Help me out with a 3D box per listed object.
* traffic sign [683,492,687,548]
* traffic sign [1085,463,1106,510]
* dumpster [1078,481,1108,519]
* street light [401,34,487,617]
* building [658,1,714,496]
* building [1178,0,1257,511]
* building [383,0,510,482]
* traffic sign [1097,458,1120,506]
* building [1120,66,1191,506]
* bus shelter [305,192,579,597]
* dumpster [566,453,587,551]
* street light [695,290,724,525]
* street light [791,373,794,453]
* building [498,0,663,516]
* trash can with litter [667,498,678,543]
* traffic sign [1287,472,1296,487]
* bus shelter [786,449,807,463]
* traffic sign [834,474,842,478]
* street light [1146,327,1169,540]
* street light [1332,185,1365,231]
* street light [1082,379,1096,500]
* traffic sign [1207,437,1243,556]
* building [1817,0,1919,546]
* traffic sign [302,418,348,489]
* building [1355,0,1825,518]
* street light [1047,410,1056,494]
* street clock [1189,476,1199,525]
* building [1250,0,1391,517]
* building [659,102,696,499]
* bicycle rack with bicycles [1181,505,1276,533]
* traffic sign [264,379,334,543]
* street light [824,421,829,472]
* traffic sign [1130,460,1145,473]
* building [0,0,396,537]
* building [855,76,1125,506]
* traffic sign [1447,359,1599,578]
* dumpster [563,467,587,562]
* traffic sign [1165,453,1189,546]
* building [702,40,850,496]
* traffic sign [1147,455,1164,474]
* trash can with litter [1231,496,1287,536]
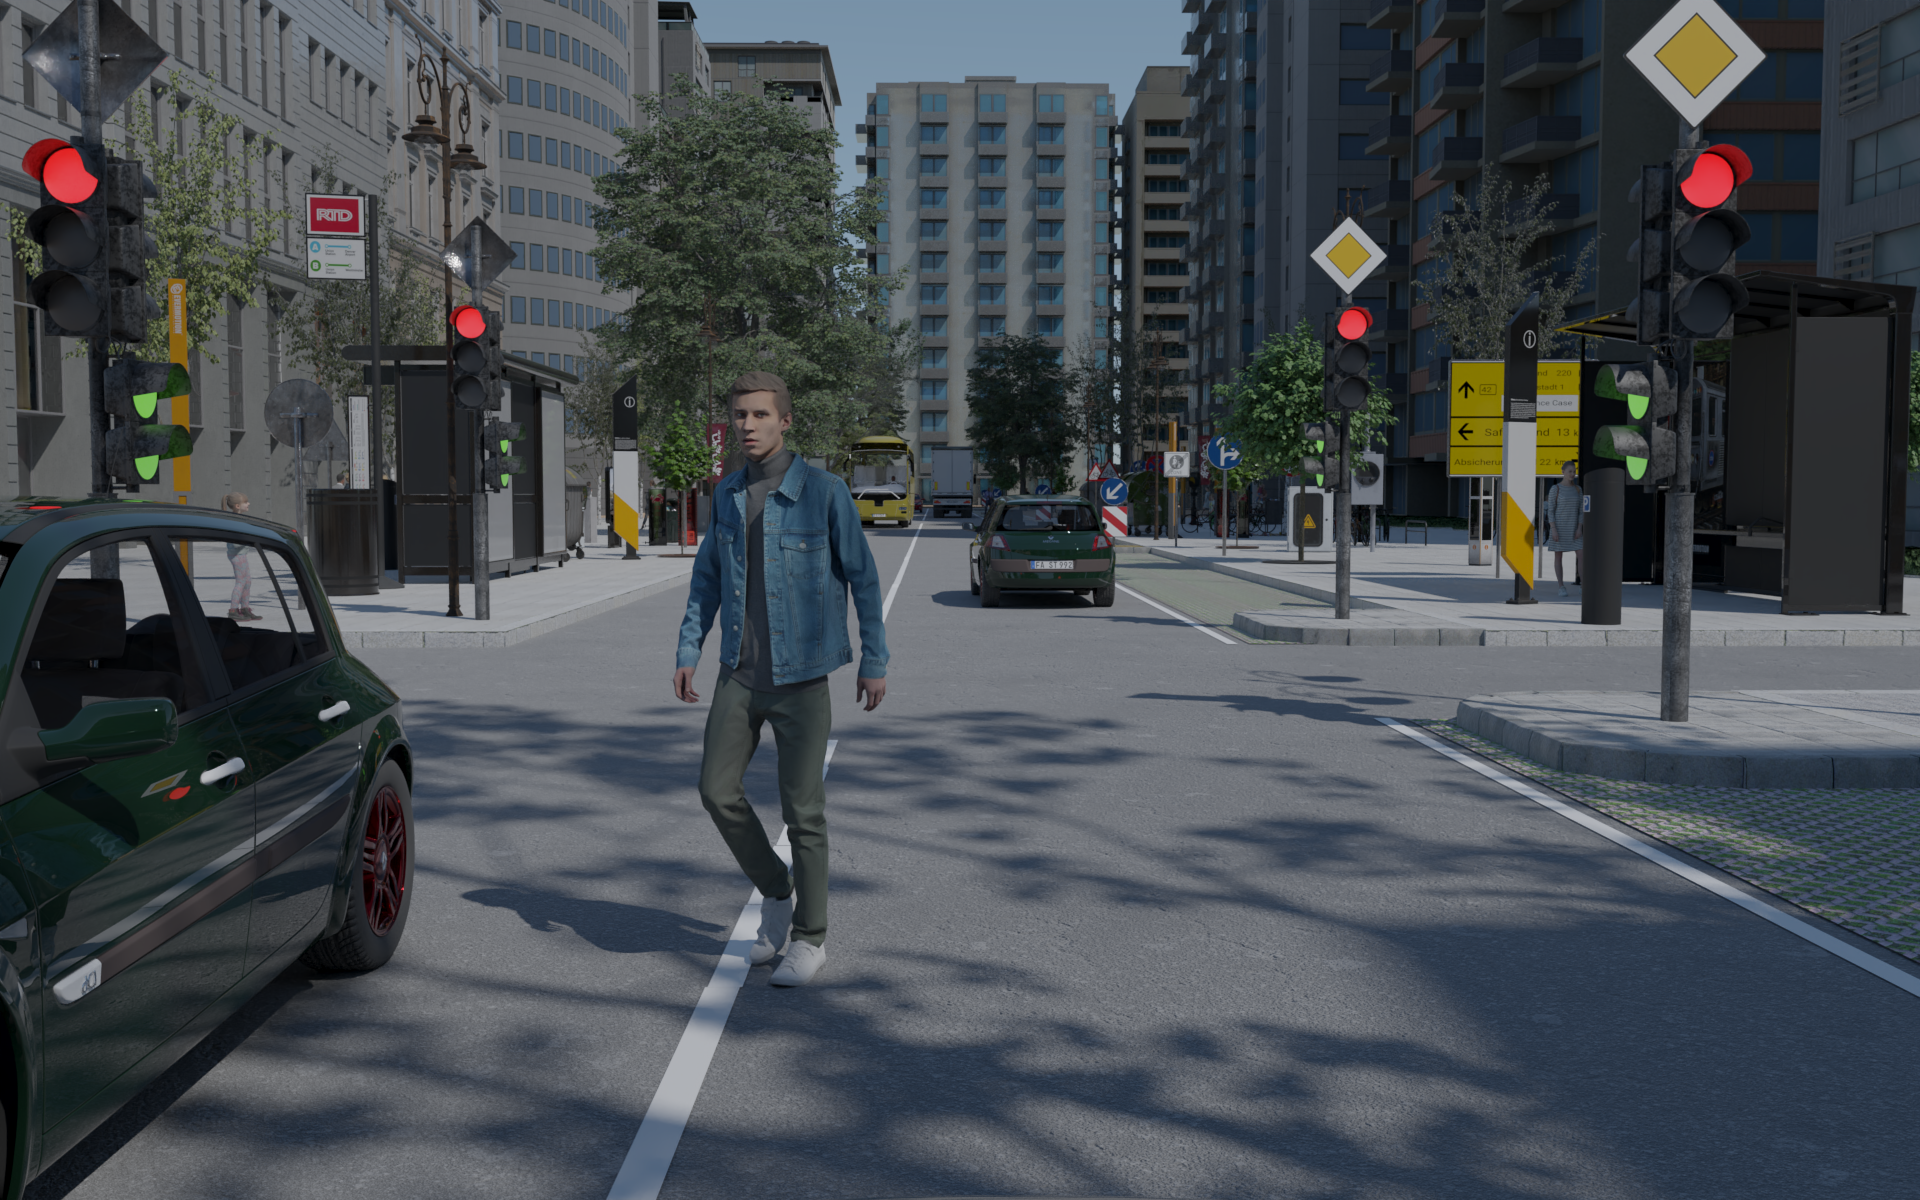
[{"bbox_3d":[-6.587,-2.528,41.442,0.768,2.556,0.104,0,4,5],"label":"traffic sign"},{"bbox_3d":[5.574,-4.343,71.013,0.884,2.594,0.081,0,4,3],"label":"traffic sign"},{"bbox_3d":[5.786,-4.198,74.403,1.264,1.857,1.865,0,4,-1],"label":"dumpster"},{"bbox_3d":[-5.320,-2.768,18.046,0.468,5.910,1.993,0,4,-1],"label":"street light"},{"bbox_3d":[-28.464,-28.353,147.163,14.086,41.232,14.154,0,4,-1],"label":"building"},{"bbox_3d":[29.910,-31.800,139.534,23.786,49.044,30.456,0,4,-1],"label":"building"},{"bbox_3d":[-27.261,-17.401,70.416,13.634,28.700,20.117,0,4,-1],"label":"building"},{"bbox_3d":[5.443,-3.869,63.254,0.884,2.594,0.081,0,4,0],"label":"traffic sign"},{"bbox_3d":[29.566,-35.265,200.290,21.600,48.544,21.300,0,4,-1],"label":"building"},{"bbox_3d":[-7.671,-2.951,25.883,2.179,5.291,8.768,0,4,-1],"label":"bus shelter"},{"bbox_3d":[-9.154,-2.183,38.180,1.502,2.255,1.985,0,4,-1],"label":"dumpster"},{"bbox_3d":[-5.688,-4.080,39.498,0.468,5.910,1.993,0,4,-1],"label":"street light"},{"bbox_3d":[-5.940,-5.420,61.409,0.468,5.910,1.993,0,4,-1],"label":"street light"},{"bbox_3d":[-31.121,-34.473,105.634,21.231,58.520,28.212,0,4,-1],"label":"building"},{"bbox_3d":[-7.730,-2.100,45.722,0.624,1.170,1.055,-2,4,-24],"label":"trash can with litter"},{"bbox_3d":[9.878,-3.151,51.617,0.768,2.556,0.104,0,4,0],"label":"traffic sign"},{"bbox_3d":[-7.654,-5.836,73.054,2.179,5.291,8.768,0,4,-1],"label":"bus shelter"},{"bbox_3d":[-6.170,-5.150,86.331,0.606,2.300,0.079,0,4,3],"label":"traffic sign"},{"bbox_3d":[5.472,-4.607,48.120,0.468,5.910,1.993,0,4,-1],"label":"street light"},{"bbox_3d":[5.861,-3.276,26.352,0.468,5.910,1.993,0,4,-1],"label":"street light"},{"bbox_3d":[5.173,-5.933,69.789,0.468,5.910,1.993,0,4,-1],"label":"street light"},{"bbox_3d":[5.483,-2.187,35.867,0.768,2.556,0.104,0,3,0],"label":"traffic sign"},{"bbox_3d":[29.095,-21.626,37.186,14.086,41.232,14.154,0,4,-1],"label":"building"},{"bbox_3d":[-10.052,-1.690,27.639,0.884,2.594,0.081,0,4,1],"label":"traffic sign"},{"bbox_3d":[30.794,-25.912,78.280,22.147,44.769,28.867,0,4,-1],"label":"building"},{"bbox_3d":[4.869,-7.285,91.897,0.468,5.910,1.993,0,4,-1],"label":"street light"},{"bbox_3d":[9.611,-4.073,71.165,0.358,2.002,0.471,-2,4,-26],"label":"street clock"},{"bbox_3d":[29.503,-34.710,109.511,21.231,58.520,28.212,0,4,-1],"label":"building"},{"bbox_3d":[-27.594,-21.787,127.912,14.160,30.474,14.107,0,4,-1],"label":"building"},{"bbox_3d":[9.148,-2.697,57.474,2.925,0.926,2.852,2,4,33],"label":"bicycle rack with bicycles"},{"bbox_3d":[-7.298,-1.164,19.129,0.768,2.556,0.104,0,4,0],"label":"traffic sign"},{"bbox_3d":[-6.335,-6.732,82.861,0.468,5.910,1.993,0,4,-1],"label":"street light"},{"bbox_3d":[6.771,-3.978,65.151,0.768,2.556,0.104,0,4,8],"label":"traffic sign"},{"bbox_3d":[-25.125,-16.392,45.499,11.434,29.767,29.804,0,4,-1],"label":"building"},{"bbox_3d":[3.361,-35.578,201.302,30.456,49.044,23.786,0,4,-1],"label":"building"},{"bbox_3d":[8.519,-1.983,26.291,2.265,3.308,0.079,0,4,1],"label":"traffic sign"},{"bbox_3d":[-7.956,-1.681,33.244,1.264,1.857,1.865,0,4,-1],"label":"dumpster"},{"bbox_3d":[5.282,-2.456,42.282,0.606,2.300,0.079,1,4,8],"label":"traffic sign"},{"bbox_3d":[-26.077,-37.557,203.288,27.495,52.752,28.713,0,4,-1],"label":"building"},{"bbox_3d":[6.414,-3.443,56.392,0.768,2.556,0.104,1,4,8],"label":"traffic sign"},{"bbox_3d":[9.233,-2.580,53.242,2.233,1.210,1.678,0,4,1],"label":"trash can with litter"}]
